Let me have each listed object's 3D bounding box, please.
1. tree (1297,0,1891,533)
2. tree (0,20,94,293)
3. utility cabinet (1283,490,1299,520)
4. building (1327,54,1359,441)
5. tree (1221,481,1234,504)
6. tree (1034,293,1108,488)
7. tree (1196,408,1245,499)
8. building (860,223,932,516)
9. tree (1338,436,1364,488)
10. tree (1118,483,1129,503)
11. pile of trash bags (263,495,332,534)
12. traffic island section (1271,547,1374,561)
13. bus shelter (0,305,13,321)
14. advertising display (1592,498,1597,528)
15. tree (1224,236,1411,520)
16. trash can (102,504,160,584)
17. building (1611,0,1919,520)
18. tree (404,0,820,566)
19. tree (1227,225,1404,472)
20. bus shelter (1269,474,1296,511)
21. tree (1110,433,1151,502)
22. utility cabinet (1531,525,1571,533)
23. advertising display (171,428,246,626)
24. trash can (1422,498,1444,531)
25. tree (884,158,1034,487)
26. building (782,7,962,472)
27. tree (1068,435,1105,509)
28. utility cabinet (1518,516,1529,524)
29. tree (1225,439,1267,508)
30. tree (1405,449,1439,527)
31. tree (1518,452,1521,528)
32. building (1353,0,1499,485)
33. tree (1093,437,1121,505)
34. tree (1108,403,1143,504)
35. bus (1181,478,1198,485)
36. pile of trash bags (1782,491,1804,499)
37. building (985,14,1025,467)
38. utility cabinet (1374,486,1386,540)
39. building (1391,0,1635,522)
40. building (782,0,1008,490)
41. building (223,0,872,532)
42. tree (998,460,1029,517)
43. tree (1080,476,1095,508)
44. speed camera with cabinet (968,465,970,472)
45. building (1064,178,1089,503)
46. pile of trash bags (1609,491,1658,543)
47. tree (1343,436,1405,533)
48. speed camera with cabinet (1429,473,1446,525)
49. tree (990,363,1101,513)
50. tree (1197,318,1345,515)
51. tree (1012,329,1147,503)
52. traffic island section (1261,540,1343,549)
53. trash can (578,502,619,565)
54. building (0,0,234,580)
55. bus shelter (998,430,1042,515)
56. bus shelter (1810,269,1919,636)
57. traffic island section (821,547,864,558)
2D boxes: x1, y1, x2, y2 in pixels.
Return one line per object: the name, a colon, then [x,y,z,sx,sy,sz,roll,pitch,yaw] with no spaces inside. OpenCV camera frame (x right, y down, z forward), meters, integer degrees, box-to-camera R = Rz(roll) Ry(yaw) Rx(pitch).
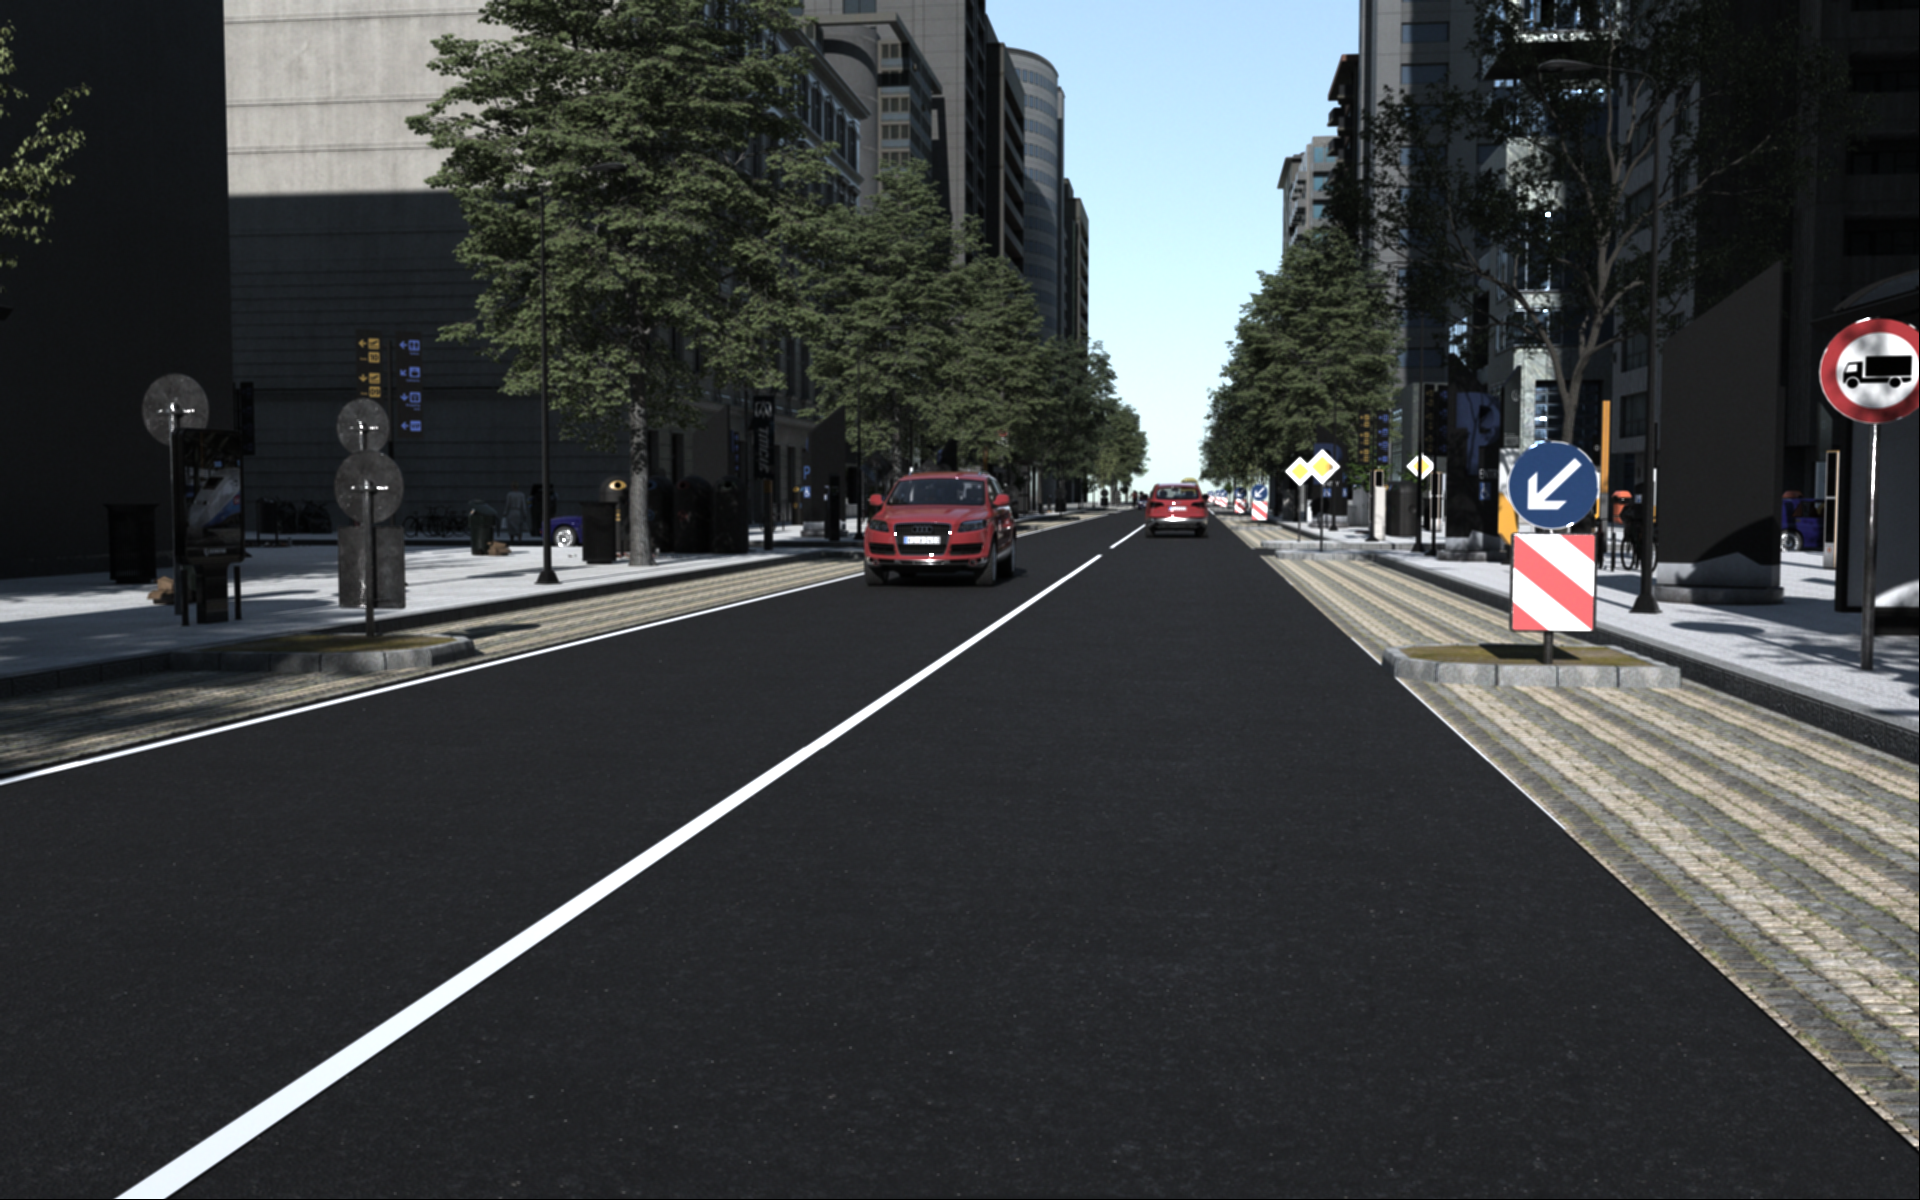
tree: [9.442,-5.669,27.097,8.767,10.594,7.601,1,4,16]
tree: [-12.470,-4.232,19.558,4.737,8.622,4.395,0,3,0]
utility cabinet: [16.185,-4.649,84.693,0.318,1.500,1.173,3,4,36]
building: [47.689,-31.567,170.739,22.147,44.769,28.867,0,4,8]
tree: [38.976,-15.801,252.942,1.663,3.219,1.824,0,3,0]
tree: [1.454,-10.017,81.912,7.486,12.596,7.792,0,3,0]
tree: [30.393,-16.799,185.027,12.009,13.543,11.850,0,3,0]
building: [-8.049,-15.021,110.214,10.561,19.102,19.286,0,4,8]
tree: [20.803,-6.820,95.217,4.285,4.588,4.351,0,3,0]
tree: [24.560,-16.090,257.675,1.663,3.219,1.824,0,3,0]
pile of trash bags: [-22.179,-2.830,56.028,3.447,1.369,1.912,-2,4,-26]
traffic island section: [8.061,-0.995,38.551,2.009,0.180,2.903,0,4,8]
bus shelter: [-9.405,-1.117,12.188,2.014,3.302,5.546,0,4,7]
advertising display: [21.735,-3.327,59.618,0.123,1.923,0.974,0,4,6]
tree: [17.537,-10.983,86.234,9.857,13.997,8.962,0,3,0]
trash can: [-11.875,-0.807,24.852,0.748,1.137,0.748,0,3,0]
building: [31.582,-17.627,59.899,14.107,30.474,14.160,0,4,8]
tree: [-5.620,-6.853,30.167,7.486,12.596,7.792,0,3,0]
tree: [15.136,-9.533,73.985,7.486,12.596,7.792,0,3,0]
bus shelter: [21.878,-7.558,117.497,2.014,3.302,5.546,0,4,8]
tree: [26.502,-21.354,274.899,9.928,11.665,9.643,0,3,0]
utility cabinet: [16.281,-2.236,47.718,1.020,1.237,0.306,1,4,23]
advertising display: [-7.461,-0.735,17.235,0.123,1.923,0.974,1,4,11]
trash can: [16.653,-3.021,61.045,0.748,1.137,0.748,0,3,0]
tree: [-2.135,-8.591,58.586,7.486,12.596,7.792,0,3,0]
building: [-15.258,-27.260,137.577,32.217,40.220,23.993,0,4,8]
tree: [10.870,-12.406,153.194,4.360,8.622,3.978,0,3,0]
utility cabinet: [23.697,-3.922,72.797,1.173,1.500,0.318,-1,4,-22]
tree: [26.879,-12.931,161.777,4.737,8.622,4.395,0,3,0]
tree: [17.836,-4.446,67.294,1.663,3.219,1.824,0,3,0]
tree: [20.948,-4.367,66.000,1.663,3.219,1.824,0,3,0]
building: [43.322,-36.690,141.878,21.231,58.520,28.212,0,4,8]
tree: [16.111,-15.097,197.193,4.737,8.622,4.395,0,3,0]
tree: [19.102,-18.024,212.823,7.486,12.596,7.792,0,3,0]
bus: [35.050,-16.703,264.638,2.896,3.916,12.252,0,4,8]
pile of trash bags: [23.204,-2.252,46.566,3.447,1.369,1.912,-2,4,-34]
building: [-4.895,-34.087,181.019,21.300,48.544,21.600,0,4,8]
utility cabinet: [11.714,-2.422,48.277,0.318,1.500,1.173,1,4,13]
building: [36.565,-47.635,91.498,22.319,86.520,31.000,0,4,8]
building: [-6.154,-44.054,158.538,20.563,71.187,20.611,0,4,8]
building: [-15.939,-18.505,78.964,17.030,29.872,44.131,0,4,8]
tree: [3.029,-6.293,97.488,1.663,3.219,1.824,0,3,0]
tree: [11.379,-9.971,157.627,1.663,3.219,1.824,0,3,0]
speed camera with cabinet: [0.203,-7.585,118.357,0.660,3.252,2.038,-1,4,-20]
building: [8.633,-39.473,269.086,21.300,48.544,21.600,0,4,8]
pile of trash bags: [18.456,-2.231,46.226,1.912,1.369,3.447,-1,4,-13]
tree: [13.353,-3.807,56.846,1.663,3.219,1.824,0,3,0]
speed camera with cabinet: [20.045,-4.782,72.527,0.660,3.252,2.038,1,4,20]
tree: [5.552,-11.231,118.041,8.767,10.594,7.601,1,4,10]
tree: [19.821,-11.663,107.693,9.611,12.733,9.660,0,3,0]
tree: [7.824,-13.955,134.813,9.857,13.997,8.962,0,3,0]
traffic island section: [9.117,-1.479,46.466,2.009,0.180,2.903,0,4,8]
trash can: [-6.611,-1.227,31.722,0.748,1.137,0.748,0,3,0]
building: [-26.006,-14.322,27.673,24.014,27.812,14.314,0,4,8]
bus shelter: [3.613,-7.953,107.662,2.179,5.291,8.768,0,4,7]
bus shelter: [8.450,-1.175,13.130,2.014,3.302,5.546,0,4,8]
traffic island section: [-1.942,-1.077,39.886,2.009,0.180,2.903,0,4,8]
